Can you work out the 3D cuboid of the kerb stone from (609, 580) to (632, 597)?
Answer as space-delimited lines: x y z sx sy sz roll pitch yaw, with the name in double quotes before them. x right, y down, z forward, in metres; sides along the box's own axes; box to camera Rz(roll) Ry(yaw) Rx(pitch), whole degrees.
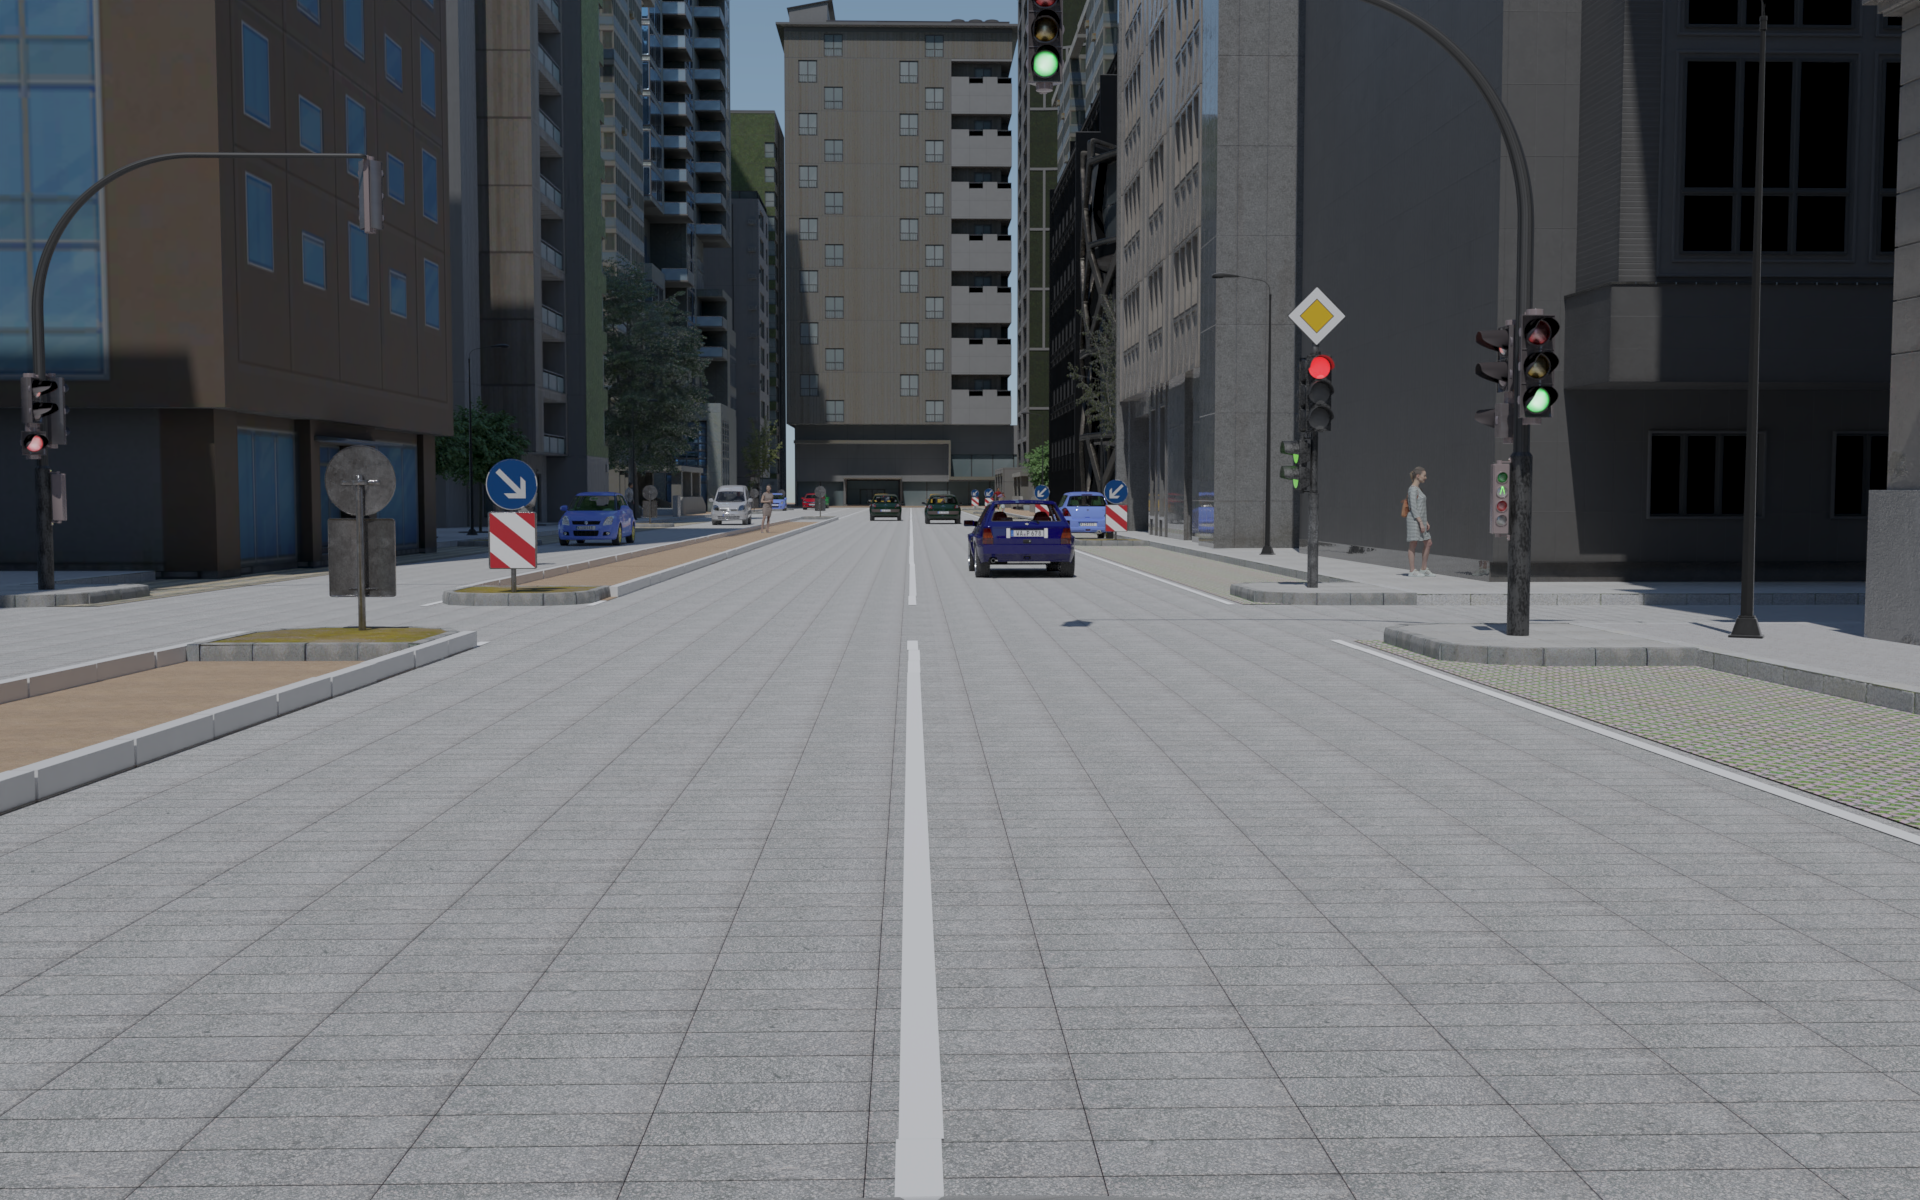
"kerb stone" -4.819 -0.141 24.500 0.120 0.150 1.000 0 4 -2

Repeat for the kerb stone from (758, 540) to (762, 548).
"kerb stone" -5.433 -1.457 46.020 0.120 0.150 1.000 0 4 -2

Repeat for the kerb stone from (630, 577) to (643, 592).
"kerb stone" -4.848 -0.203 25.522 0.120 0.150 1.000 0 4 -2

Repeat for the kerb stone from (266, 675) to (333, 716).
"kerb stone" -4.457 0.646 11.640 0.120 0.150 1.000 0 4 -2

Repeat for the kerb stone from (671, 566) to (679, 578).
"kerb stone" -4.968 -0.453 29.611 0.120 0.150 1.000 0 4 -2

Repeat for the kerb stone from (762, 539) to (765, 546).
"kerb stone" -5.464 -1.520 47.042 0.120 0.150 1.000 0 4 -2

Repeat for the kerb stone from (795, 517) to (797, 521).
"kerb stone" -8.815 -4.214 91.100 0.120 0.150 1.000 0 4 -2

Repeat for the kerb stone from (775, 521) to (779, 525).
"kerb stone" -8.466 -3.463 78.819 0.120 0.150 1.000 0 4 -2

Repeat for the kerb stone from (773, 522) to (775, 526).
"kerb stone" -8.411 -3.338 76.768 0.120 0.150 1.000 0 4 -2

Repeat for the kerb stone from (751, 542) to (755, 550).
"kerb stone" -5.373 -1.331 43.962 0.120 0.150 1.000 0 4 -2

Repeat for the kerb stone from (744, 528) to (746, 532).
"kerb stone" -8.032 -2.522 63.425 0.120 0.150 1.000 0 4 -2

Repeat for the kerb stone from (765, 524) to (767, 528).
"kerb stone" -8.293 -3.087 72.669 0.120 0.150 1.000 0 4 -2

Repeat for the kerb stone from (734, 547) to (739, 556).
"kerb stone" -5.265 -1.080 39.856 0.120 0.150 1.000 0 4 -2

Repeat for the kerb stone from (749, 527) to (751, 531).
"kerb stone" -8.093 -2.647 65.482 0.120 0.150 1.000 0 4 -2

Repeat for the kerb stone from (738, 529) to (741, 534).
"kerb stone" -7.970 -2.396 61.370 0.120 0.150 1.000 0 4 -2

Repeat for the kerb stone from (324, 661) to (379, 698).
"kerb stone" -4.480 0.587 12.662 0.120 0.150 1.000 0 4 -2

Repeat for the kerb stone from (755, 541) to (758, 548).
"kerb stone" -5.406 -1.394 44.992 0.120 0.150 1.000 0 4 -2

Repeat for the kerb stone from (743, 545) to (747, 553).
"kerb stone" -5.315 -1.203 41.906 0.120 0.150 1.000 0 4 -2

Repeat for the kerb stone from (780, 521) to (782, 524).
"kerb stone" -8.528 -3.585 80.863 0.120 0.150 1.000 0 4 -2

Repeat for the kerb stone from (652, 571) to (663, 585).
"kerb stone" -4.908 -0.328 27.567 0.120 0.150 1.000 0 4 -2

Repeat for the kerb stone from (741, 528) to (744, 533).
"kerb stone" -7.998 -2.459 62.400 0.120 0.150 1.000 0 4 -2

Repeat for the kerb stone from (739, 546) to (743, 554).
"kerb stone" -5.288 -1.137 40.881 0.120 0.150 1.000 0 4 -2

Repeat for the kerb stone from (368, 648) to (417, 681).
"kerb stone" -4.518 0.523 13.683 0.120 0.150 1.000 0 4 -2

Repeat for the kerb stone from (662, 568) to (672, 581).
"kerb stone" -4.934 -0.391 28.589 0.120 0.150 1.000 0 4 -2

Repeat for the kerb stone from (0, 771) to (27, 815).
"kerb stone" -4.341 0.896 7.540 0.120 0.150 1.000 0 4 -2

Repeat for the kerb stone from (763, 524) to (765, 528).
"kerb stone" -8.263 -3.024 71.636 0.120 0.150 1.000 0 4 -2

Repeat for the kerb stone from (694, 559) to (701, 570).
"kerb stone" -5.059 -0.640 32.682 0.120 0.150 1.000 0 4 -2

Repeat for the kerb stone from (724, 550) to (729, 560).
"kerb stone" -5.211 -0.951 37.806 0.120 0.150 1.000 0 4 -2

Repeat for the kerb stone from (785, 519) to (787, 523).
"kerb stone" -8.610 -3.773 83.939 0.120 0.150 1.000 0 4 -2

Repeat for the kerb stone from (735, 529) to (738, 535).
"kerb stone" -7.943 -2.333 60.345 0.120 0.150 1.000 0 4 -2

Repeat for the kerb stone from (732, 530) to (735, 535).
"kerb stone" -7.913 -2.271 59.323 0.120 0.150 1.000 0 4 -2

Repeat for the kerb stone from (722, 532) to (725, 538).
"kerb stone" -7.824 -2.083 56.245 0.120 0.150 1.000 0 4 -2

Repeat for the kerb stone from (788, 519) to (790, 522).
"kerb stone" -8.671 -3.896 85.983 0.120 0.150 1.000 0 4 -2

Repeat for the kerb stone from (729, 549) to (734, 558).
"kerb stone" -5.226 -1.017 38.835 0.120 0.150 1.000 0 4 -2

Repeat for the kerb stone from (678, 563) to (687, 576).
"kerb stone" -4.999 -0.516 30.638 0.120 0.150 1.000 0 4 -2

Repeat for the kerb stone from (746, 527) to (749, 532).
"kerb stone" -8.064 -2.585 64.460 0.120 0.150 1.000 0 4 -2

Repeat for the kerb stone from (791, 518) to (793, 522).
"kerb stone" -8.735 -4.027 88.029 0.120 0.150 1.000 0 4 -2

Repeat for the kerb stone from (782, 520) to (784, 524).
"kerb stone" -8.557 -3.651 81.885 0.120 0.150 1.000 0 4 -2

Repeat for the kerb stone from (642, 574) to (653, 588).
"kerb stone" -4.882 -0.266 26.543 0.120 0.150 1.000 0 4 -2

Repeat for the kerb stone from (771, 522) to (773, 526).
"kerb stone" -8.381 -3.269 75.746 0.120 0.150 1.000 0 4 -2

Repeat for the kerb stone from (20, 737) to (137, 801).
"kerb stone" -4.367 0.836 8.564 0.120 0.150 1.000 0 4 -2

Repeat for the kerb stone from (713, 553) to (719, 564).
"kerb stone" -5.143 -0.829 35.762 0.120 0.150 1.000 0 4 -2

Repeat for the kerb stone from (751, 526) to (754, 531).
"kerb stone" -8.116 -2.710 66.504 0.120 0.150 1.000 0 4 -2

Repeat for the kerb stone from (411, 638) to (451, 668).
"kerb stone" -4.538 0.458 14.704 0.120 0.150 1.000 0 4 -2

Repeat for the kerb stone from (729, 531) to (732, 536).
"kerb stone" -7.886 -2.208 58.297 0.120 0.150 1.000 0 4 -2

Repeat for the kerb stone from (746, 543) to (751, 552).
"kerb stone" -5.342 -1.267 42.940 0.120 0.150 1.000 0 4 -2

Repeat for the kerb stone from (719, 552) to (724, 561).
"kerb stone" -5.171 -0.892 36.784 0.120 0.150 1.000 0 4 -2

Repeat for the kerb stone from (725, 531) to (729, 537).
"kerb stone" -7.847 -2.146 57.275 0.120 0.150 1.000 0 4 -2

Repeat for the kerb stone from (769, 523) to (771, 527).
"kerb stone" -8.347 -3.207 74.716 0.120 0.150 1.000 0 4 -2

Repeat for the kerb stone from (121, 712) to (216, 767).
"kerb stone" -4.394 0.772 9.585 0.120 0.150 1.000 0 4 -2

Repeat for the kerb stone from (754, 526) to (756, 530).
"kerb stone" -8.140 -2.767 67.530 0.120 0.150 1.000 0 4 -2

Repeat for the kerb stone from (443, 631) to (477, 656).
"kerb stone" -4.572 0.395 15.729 0.120 0.150 1.000 0 4 -2

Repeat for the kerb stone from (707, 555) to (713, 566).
"kerb stone" -5.115 -0.767 34.735 0.120 0.150 1.000 0 4 -2

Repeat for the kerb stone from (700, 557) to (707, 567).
"kerb stone" -5.088 -0.704 33.713 0.120 0.150 1.000 0 4 -2

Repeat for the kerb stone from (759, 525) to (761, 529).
"kerb stone" -8.205 -2.898 69.585 0.120 0.150 1.000 0 4 -2

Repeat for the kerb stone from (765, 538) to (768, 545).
"kerb stone" -5.496 -1.582 48.064 0.120 0.150 1.000 0 4 -2

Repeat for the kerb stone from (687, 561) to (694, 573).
"kerb stone" -5.023 -0.579 31.660 0.120 0.150 1.000 0 4 -2

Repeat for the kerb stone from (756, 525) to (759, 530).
"kerb stone" -8.177 -2.836 68.560 0.120 0.150 1.000 0 4 -2

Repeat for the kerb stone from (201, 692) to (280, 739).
"kerb stone" -4.427 0.709 10.607 0.120 0.150 1.000 0 4 -2
